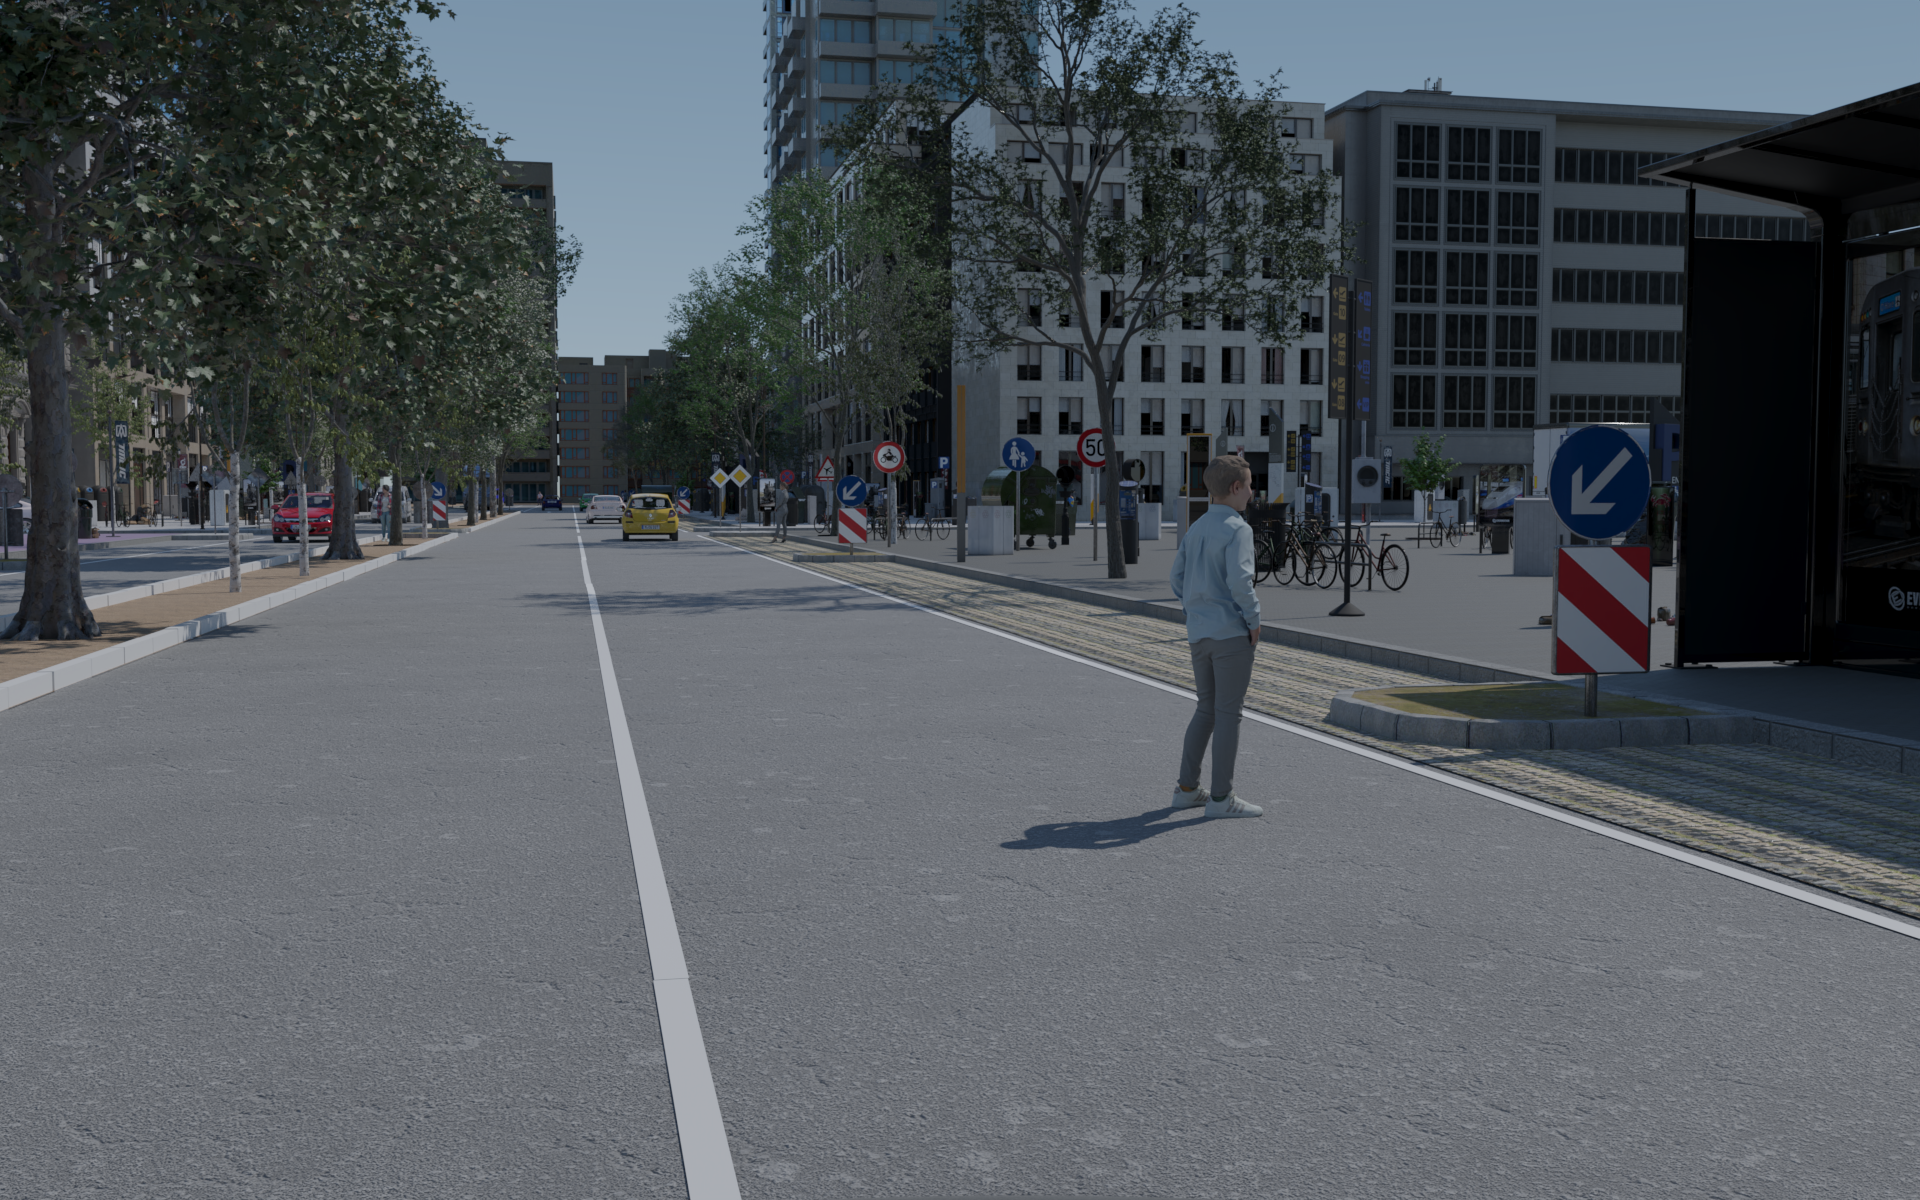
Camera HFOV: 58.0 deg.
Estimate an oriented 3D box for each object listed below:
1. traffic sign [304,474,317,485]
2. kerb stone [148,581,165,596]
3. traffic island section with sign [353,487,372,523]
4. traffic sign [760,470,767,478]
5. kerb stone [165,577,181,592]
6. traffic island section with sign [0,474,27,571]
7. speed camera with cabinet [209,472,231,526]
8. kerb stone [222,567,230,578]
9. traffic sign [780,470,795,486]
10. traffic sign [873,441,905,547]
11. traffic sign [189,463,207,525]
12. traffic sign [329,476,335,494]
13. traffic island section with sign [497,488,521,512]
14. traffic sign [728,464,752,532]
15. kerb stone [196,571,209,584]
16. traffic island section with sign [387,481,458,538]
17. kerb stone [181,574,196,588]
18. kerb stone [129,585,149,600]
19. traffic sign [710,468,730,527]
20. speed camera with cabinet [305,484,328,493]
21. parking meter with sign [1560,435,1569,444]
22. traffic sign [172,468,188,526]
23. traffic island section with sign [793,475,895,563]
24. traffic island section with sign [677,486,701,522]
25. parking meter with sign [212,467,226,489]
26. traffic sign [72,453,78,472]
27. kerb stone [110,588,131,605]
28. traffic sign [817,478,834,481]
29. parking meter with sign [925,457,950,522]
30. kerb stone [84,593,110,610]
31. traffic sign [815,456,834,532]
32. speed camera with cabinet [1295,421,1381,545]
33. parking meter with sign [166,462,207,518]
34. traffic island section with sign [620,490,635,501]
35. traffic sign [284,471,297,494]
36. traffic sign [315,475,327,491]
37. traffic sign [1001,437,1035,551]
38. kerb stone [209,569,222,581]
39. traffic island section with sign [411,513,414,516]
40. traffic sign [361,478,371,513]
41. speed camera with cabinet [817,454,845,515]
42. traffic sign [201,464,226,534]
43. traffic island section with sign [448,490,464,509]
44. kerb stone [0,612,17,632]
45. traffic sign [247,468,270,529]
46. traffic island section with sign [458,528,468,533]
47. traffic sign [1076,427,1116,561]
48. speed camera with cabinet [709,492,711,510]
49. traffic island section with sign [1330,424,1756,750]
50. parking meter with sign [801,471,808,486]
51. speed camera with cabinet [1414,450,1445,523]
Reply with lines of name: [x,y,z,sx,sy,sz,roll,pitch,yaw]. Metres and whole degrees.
traffic sign: [-39.351,-6.411,104.924,0.768,2.556,0.104,0,4,-7]
kerb stone: [-11.475,-0.138,24.535,0.120,0.150,1.000,-1,4,-13]
traffic island section with sign: [-30.563,-4.793,86.996,1.989,1.847,2.006,-1,4,-13]
traffic sign: [-10.459,-5.529,90.503,0.768,2.556,0.104,0,4,-4]
kerb stone: [-11.694,-0.204,25.538,0.120,0.150,1.000,-1,4,-13]
traffic island section with sign: [-18.485,-1.510,33.319,1.989,1.847,2.006,-1,4,-13]
speed camera with cabinet: [-29.920,-4.644,70.272,0.660,3.252,2.038,-1,4,-11]
kerb stone: [-12.595,-0.447,29.544,0.120,0.150,1.000,-1,4,-13]
traffic sign: [-9.007,-5.518,90.319,0.768,2.556,0.104,0,4,-7]
traffic sign: [-1.705,-2.541,41.647,0.768,2.556,0.104,0,4,-7]
traffic sign: [-31.407,-4.373,71.498,0.884,2.594,0.081,-1,4,-9]
traffic sign: [-41.520,-7.026,114.978,0.768,2.556,0.104,0,4,-4]
traffic island section with sign: [-35.745,-7.898,137.274,2.006,1.907,1.989,-1,4,-13]
traffic sign: [-7.455,-3.367,58.689,0.795,2.450,0.064,-1,4,-13]
kerb stone: [-12.149,-0.326,27.549,0.120,0.150,1.000,-1,4,-13]
traffic island section with sign: [-17.637,-2.972,56.732,2.006,1.907,1.989,-1,4,-13]
kerb stone: [-11.915,-0.265,26.536,0.120,0.150,1.000,-1,4,-13]
kerb stone: [-11.248,-0.080,23.535,0.120,0.150,1.000,-1,4,-13]
traffic sign: [-9.206,-3.843,66.480,0.795,2.450,0.064,-1,4,-13]
speed camera with cabinet: [-40.690,-6.984,108.521,2.038,3.252,0.660,0,4,-3]
parking meter with sign: [18.317,-3.376,51.451,0.543,3.016,1.738,2,4,34]
traffic sign: [-30.793,-4.055,68.435,0.606,2.300,0.079,0,4,-7]
traffic island section with sign: [-2.529,-1.731,36.932,1.989,1.847,2.006,-1,4,-13]
traffic island section with sign: [-14.606,-5.014,90.614,1.989,1.847,2.006,-1,4,-13]
parking meter with sign: [-47.948,-7.066,111.795,0.543,3.016,1.738,0,4,6]
traffic sign: [-25.313,-2.984,48.897,0.768,2.556,0.104,-1,4,-12]
kerb stone: [-11.014,-0.015,22.536,0.120,0.150,1.000,-1,4,-13]
traffic sign: [-5.554,-4.452,72.787,0.884,2.594,0.081,0,4,-3]
parking meter with sign: [-1.079,-5.142,80.333,0.543,3.016,1.738,2,4,25]
kerb stone: [-10.796,0.040,21.537,0.120,0.150,1.000,-1,4,-13]
traffic sign: [-4.465,-3.584,58.599,0.884,2.594,0.081,0,4,-4]
speed camera with cabinet: [9.519,-3.015,43.636,2.038,3.252,0.660,0,4,-1]
parking meter with sign: [-41.979,-5.969,93.850,1.738,3.016,0.543,-3,5,-45]
traffic island section with sign: [-31.667,-9.656,166.508,1.989,1.847,2.006,-1,4,-13]
traffic sign: [-37.632,-5.961,97.464,0.884,2.594,0.081,-1,4,-10]
traffic sign: [-43.407,-7.187,117.621,0.768,2.556,0.104,-1,4,-11]
traffic sign: [1.305,-2.374,38.927,0.768,2.556,0.104,0,4,-7]
kerb stone: [-12.370,-0.388,28.547,0.120,0.150,1.000,-1,4,-13]
traffic island section with sign: [-36.480,-6.402,113.296,1.989,1.847,2.006,-1,4,-13]
traffic sign: [-40.973,-7.249,119.699,0.795,2.450,0.064,-1,4,-12]
speed camera with cabinet: [-6.354,-5.552,85.117,0.660,3.252,2.038,-2,4,-31]
traffic sign: [-23.700,-3.146,55.071,0.795,2.450,0.064,-1,4,-13]
traffic island section with sign: [-47.481,-9.398,162.281,1.989,1.847,2.006,-1,4,-13]
kerb stone: [-10.123,0.226,18.538,0.120,0.150,1.000,-1,4,-13]
traffic sign: [-25.451,-3.622,62.863,0.795,2.450,0.064,-1,4,-13]
traffic island section with sign: [-19.253,-3.414,63.961,2.006,1.907,1.989,-1,4,-13]
traffic sign: [2.601,-2.024,33.193,0.768,2.556,0.104,0,4,-4]
speed camera with cabinet: [-18.927,-8.656,135.867,2.038,3.252,0.660,0,4,-3]
traffic island section with sign: [3.386,-0.123,10.632,1.989,1.847,2.006,-1,4,-13]
parking meter with sign: [-11.953,-8.311,132.143,0.543,3.016,1.738,0,4,1]
speed camera with cabinet: [20.993,-5.080,77.393,0.660,3.252,2.038,3,4,38]
